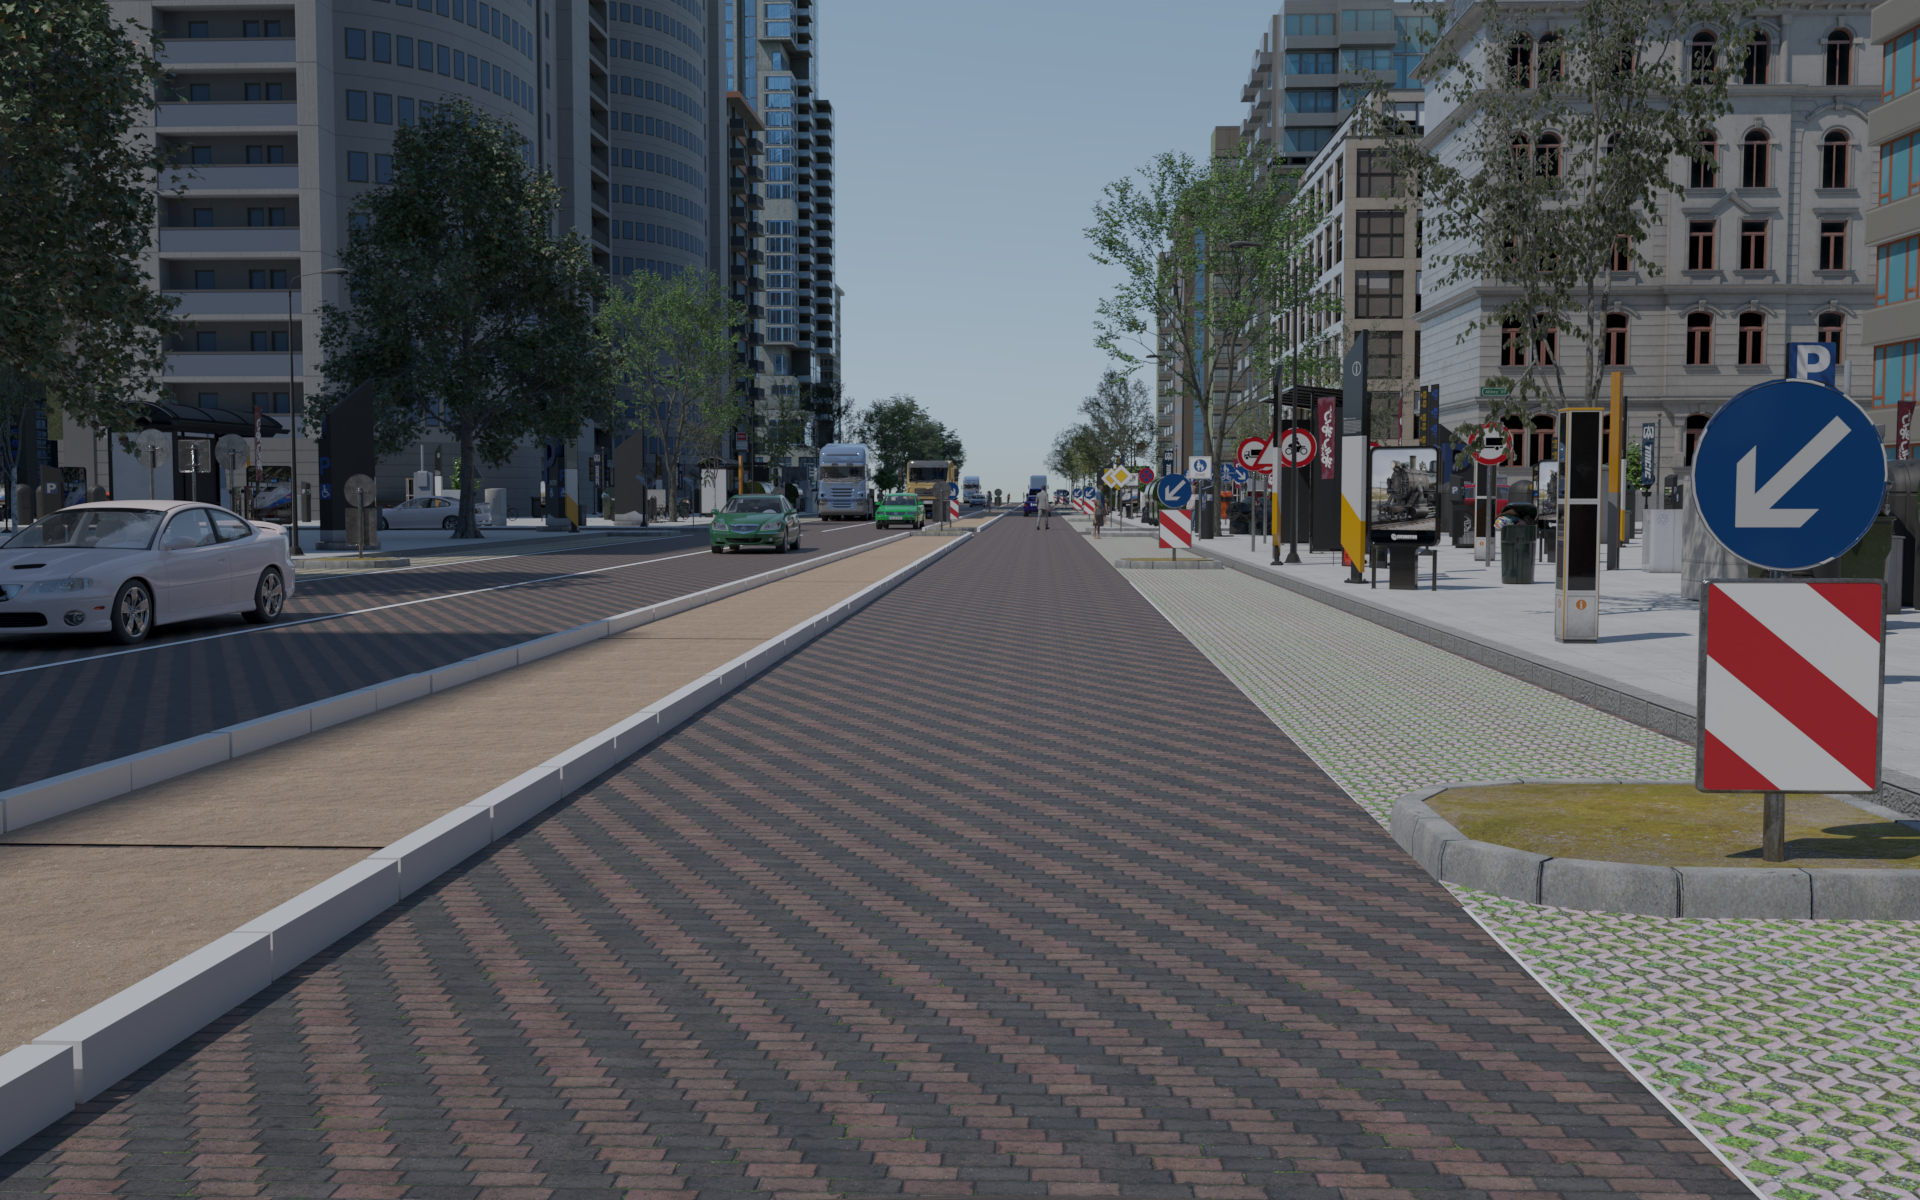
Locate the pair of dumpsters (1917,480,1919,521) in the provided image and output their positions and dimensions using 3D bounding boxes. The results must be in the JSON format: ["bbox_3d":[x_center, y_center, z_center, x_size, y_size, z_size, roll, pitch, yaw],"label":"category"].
[{"bbox_3d":[7.852,-0.506,10.770,1.574,2.255,4.437,0,4,3],"label":"pair of dumpsters"}]

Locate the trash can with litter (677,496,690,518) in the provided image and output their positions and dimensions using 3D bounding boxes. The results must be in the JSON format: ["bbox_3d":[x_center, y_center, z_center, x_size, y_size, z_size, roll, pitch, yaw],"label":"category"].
[{"bbox_3d":[-15.006,-4.987,92.929,1.055,1.170,0.624,0,4,0],"label":"trash can with litter"}]

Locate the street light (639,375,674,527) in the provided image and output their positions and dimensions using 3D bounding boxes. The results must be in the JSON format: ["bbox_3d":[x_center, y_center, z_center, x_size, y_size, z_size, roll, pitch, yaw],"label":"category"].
[{"bbox_3d":[-11.827,-5.812,67.566,1.470,5.913,1.316,0,4,3],"label":"street light"}]

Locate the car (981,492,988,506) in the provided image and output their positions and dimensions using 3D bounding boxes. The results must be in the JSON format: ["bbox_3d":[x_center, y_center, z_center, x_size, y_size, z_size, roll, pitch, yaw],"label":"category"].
[{"bbox_3d":[2.486,-11.762,202.532,2.015,1.641,3.980,0,4,2],"label":"car"}]

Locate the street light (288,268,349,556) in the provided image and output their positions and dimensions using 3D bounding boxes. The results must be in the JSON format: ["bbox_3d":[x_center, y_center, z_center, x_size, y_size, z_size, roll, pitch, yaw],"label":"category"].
[{"bbox_3d":[-13.276,-3.871,35.828,1.470,5.913,1.316,0,4,3],"label":"street light"}]

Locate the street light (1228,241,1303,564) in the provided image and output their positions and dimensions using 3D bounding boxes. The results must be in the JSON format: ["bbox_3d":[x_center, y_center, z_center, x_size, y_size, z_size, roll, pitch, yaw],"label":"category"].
[{"bbox_3d":[5.630,-3.634,31.952,1.470,5.913,1.316,0,4,3],"label":"street light"}]

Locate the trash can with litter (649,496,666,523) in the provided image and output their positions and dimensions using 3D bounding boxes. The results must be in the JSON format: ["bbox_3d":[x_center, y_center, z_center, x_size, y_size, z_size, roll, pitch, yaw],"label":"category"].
[{"bbox_3d":[-13.713,-3.965,75.887,1.678,1.210,2.233,1,4,17],"label":"trash can with litter"}]

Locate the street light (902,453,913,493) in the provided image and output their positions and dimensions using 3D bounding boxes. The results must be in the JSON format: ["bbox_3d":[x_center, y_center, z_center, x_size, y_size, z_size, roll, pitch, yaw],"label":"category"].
[{"bbox_3d":[-5.954,-13.642,195.581,1.470,5.913,1.316,0,4,3],"label":"street light"}]

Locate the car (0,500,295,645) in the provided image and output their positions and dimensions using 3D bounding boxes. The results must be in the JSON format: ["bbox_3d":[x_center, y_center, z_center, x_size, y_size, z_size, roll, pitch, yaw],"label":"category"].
[{"bbox_3d":[-8.658,-0.344,17.989,2.083,1.381,4.827,0,4,4],"label":"car"}]

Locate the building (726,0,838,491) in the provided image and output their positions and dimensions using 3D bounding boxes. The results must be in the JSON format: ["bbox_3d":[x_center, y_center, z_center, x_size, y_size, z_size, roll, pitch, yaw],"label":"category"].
[{"bbox_3d":[-29.059,-57.704,256.124,22.319,86.520,31.000,0,4,3],"label":"building"}]

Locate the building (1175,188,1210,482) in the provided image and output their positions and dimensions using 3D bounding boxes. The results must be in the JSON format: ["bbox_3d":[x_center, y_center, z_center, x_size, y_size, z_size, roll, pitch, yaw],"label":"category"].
[{"bbox_3d":[38.253,-36.518,247.172,14.600,45.320,14.200,0,4,3],"label":"building"}]

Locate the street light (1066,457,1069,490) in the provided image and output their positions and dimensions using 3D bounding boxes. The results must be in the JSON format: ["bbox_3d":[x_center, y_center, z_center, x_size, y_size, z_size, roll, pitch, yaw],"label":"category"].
[{"bbox_3d":[14.114,-14.993,217.668,1.470,5.913,1.316,0,4,3],"label":"street light"}]

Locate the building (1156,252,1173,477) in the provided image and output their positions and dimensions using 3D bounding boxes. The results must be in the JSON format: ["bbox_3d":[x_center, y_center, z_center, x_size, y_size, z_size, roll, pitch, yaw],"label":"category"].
[{"bbox_3d":[40.099,-37.246,292.565,14.154,41.232,14.086,0,4,3],"label":"building"}]

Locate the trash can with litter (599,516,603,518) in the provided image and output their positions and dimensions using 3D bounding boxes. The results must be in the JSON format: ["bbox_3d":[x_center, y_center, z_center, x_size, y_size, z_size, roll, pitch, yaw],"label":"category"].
[{"bbox_3d":[-19.039,-5.075,94.041,1.678,1.210,2.233,-1,4,-11],"label":"trash can with litter"}]

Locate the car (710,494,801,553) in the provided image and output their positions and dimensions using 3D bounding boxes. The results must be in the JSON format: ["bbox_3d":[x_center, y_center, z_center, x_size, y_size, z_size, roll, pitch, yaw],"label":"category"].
[{"bbox_3d":[-5.069,-1.927,43.300,2.131,1.459,4.920,0,4,1],"label":"car"}]

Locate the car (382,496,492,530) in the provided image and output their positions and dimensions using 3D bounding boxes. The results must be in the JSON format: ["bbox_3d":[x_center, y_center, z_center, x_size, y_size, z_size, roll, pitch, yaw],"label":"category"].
[{"bbox_3d":[-20.020,-3.214,64.904,4.827,1.381,2.083,0,4,4],"label":"car"}]

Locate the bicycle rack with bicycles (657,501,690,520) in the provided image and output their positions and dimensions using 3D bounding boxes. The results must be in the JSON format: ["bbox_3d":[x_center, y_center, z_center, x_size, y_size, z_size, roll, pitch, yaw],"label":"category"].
[{"bbox_3d":[-14.731,-4.435,85.902,2.925,0.926,2.852,-3,4,-38],"label":"bicycle rack with bicycles"}]

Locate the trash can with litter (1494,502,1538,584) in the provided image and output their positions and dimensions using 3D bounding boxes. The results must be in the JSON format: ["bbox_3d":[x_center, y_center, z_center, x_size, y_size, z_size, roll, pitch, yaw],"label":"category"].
[{"bbox_3d":[7.969,-0.829,24.946,0.624,1.170,1.055,1,4,12],"label":"trash can with litter"}]

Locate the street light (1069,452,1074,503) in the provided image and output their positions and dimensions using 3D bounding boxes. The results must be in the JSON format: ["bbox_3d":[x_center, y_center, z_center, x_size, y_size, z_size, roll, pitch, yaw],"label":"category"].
[{"bbox_3d":[13.030,-13.372,191.177,1.470,5.913,1.316,0,4,3],"label":"street light"}]

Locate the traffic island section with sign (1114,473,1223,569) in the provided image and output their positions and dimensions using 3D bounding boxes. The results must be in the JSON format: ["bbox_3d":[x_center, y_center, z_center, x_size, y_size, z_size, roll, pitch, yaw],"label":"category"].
[{"bbox_3d":[4.010,-1.531,33.664,1.989,1.847,2.006,0,4,3],"label":"traffic island section with sign"}]

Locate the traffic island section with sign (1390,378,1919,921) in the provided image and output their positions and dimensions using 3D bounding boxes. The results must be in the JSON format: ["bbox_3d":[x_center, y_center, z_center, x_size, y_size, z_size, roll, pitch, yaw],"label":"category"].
[{"bbox_3d":[2.777,0.116,6.737,1.989,1.847,2.006,0,4,3],"label":"traffic island section with sign"}]

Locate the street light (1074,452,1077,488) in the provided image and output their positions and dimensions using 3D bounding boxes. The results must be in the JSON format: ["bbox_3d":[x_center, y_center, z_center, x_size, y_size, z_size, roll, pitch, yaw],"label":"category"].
[{"bbox_3d":[11.844,-11.795,165.389,1.470,5.913,1.316,0,4,3],"label":"street light"}]

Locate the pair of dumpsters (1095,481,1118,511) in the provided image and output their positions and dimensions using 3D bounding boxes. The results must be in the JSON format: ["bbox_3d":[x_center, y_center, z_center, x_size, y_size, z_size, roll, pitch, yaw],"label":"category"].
[{"bbox_3d":[11.066,-7.842,130.706,1.574,2.255,4.437,0,4,3],"label":"pair of dumpsters"}]

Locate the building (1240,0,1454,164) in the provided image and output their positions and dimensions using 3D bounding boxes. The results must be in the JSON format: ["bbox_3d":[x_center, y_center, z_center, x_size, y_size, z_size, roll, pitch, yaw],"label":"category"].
[{"bbox_3d":[39.791,-33.800,172.242,23.786,49.044,30.456,0,4,3],"label":"building"}]

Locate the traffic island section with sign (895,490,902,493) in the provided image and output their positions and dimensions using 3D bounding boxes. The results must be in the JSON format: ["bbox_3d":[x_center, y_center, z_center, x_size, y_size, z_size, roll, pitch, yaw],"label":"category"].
[{"bbox_3d":[-5.863,-9.666,166.674,1.989,1.847,2.006,0,4,3],"label":"traffic island section with sign"}]

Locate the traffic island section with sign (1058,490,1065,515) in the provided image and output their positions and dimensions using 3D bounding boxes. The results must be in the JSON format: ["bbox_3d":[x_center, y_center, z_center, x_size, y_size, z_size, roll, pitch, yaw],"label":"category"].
[{"bbox_3d":[7.770,-6.594,116.435,1.989,1.847,2.006,0,4,3],"label":"traffic island section with sign"}]

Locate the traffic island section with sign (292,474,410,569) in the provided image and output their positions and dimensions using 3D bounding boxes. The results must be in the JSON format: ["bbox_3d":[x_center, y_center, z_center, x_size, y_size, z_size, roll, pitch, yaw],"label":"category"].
[{"bbox_3d":[-11.924,-1.546,33.913,1.989,1.847,2.006,0,4,3],"label":"traffic island section with sign"}]

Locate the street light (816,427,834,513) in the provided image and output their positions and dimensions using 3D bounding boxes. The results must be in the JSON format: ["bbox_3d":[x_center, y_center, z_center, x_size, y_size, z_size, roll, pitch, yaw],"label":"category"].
[{"bbox_3d":[-9.404,-9.022,120.043,1.470,5.913,1.316,0,4,3],"label":"street light"}]

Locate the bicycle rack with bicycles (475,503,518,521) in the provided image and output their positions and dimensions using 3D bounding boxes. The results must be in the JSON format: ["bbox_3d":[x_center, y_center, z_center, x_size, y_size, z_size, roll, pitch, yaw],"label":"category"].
[{"bbox_3d":[-22.490,-4.216,82.314,2.925,0.926,2.852,-2,4,-25],"label":"bicycle rack with bicycles"}]

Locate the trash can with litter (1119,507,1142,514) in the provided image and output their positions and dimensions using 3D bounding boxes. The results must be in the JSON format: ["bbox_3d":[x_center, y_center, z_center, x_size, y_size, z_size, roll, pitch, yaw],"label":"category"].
[{"bbox_3d":[11.721,-6.291,113.909,2.233,1.210,1.678,3,5,40],"label":"trash can with litter"}]

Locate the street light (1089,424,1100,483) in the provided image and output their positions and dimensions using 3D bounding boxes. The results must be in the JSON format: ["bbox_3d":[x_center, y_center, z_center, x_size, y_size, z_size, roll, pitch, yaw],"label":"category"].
[{"bbox_3d":[9.454,-8.717,115.061,1.470,5.913,1.316,0,4,3],"label":"street light"}]

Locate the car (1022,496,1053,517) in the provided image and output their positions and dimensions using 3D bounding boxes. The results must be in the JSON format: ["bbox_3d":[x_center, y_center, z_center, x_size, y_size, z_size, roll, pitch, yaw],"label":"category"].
[{"bbox_3d":[4.928,-5.970,110.185,1.945,1.354,3.894,0,4,4],"label":"car"}]

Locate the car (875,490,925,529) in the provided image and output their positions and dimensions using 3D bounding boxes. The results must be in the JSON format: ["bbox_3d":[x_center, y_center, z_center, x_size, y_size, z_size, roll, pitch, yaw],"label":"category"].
[{"bbox_3d":[-2.443,-3.839,71.557,1.959,1.807,4.718,0,4,3],"label":"car"}]

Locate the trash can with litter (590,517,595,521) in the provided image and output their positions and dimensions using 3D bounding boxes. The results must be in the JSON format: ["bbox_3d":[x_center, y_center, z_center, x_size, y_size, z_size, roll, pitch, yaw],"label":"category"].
[{"bbox_3d":[-18.927,-4.424,83.388,2.233,1.210,1.678,3,5,42],"label":"trash can with litter"}]

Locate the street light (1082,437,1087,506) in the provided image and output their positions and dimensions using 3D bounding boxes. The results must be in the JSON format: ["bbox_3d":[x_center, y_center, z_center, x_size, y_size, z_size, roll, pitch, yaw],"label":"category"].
[{"bbox_3d":[10.624,-10.294,140.849,1.470,5.913,1.316,0,4,3],"label":"street light"}]

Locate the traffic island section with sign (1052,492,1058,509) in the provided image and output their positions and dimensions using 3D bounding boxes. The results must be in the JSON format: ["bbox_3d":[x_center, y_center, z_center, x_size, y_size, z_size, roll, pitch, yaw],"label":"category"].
[{"bbox_3d":[10.074,-9.661,166.583,1.989,1.847,2.006,0,4,3],"label":"traffic island section with sign"}]

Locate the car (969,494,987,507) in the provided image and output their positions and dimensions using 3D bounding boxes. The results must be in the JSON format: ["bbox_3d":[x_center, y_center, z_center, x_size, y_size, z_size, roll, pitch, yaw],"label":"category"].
[{"bbox_3d":[1.973,-10.808,188.705,2.014,1.417,4.499,0,4,3],"label":"car"}]

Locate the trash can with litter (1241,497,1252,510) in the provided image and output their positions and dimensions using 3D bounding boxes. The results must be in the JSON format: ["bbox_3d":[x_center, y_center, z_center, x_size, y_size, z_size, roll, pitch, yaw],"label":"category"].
[{"bbox_3d":[12.685,-4.005,76.870,0.624,1.170,1.055,3,5,39],"label":"trash can with litter"}]

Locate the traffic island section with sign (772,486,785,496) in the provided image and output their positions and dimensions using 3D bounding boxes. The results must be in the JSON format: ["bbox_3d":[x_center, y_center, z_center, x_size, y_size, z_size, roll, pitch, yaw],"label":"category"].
[{"bbox_3d":[-9.389,-4.942,89.436,1.989,1.847,2.006,0,4,3],"label":"traffic island section with sign"}]

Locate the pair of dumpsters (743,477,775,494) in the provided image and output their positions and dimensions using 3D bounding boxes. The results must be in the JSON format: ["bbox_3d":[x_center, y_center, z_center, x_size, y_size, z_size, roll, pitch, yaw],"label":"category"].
[{"bbox_3d":[-11.363,-5.809,97.468,1.574,2.255,4.437,0,4,3],"label":"pair of dumpsters"}]

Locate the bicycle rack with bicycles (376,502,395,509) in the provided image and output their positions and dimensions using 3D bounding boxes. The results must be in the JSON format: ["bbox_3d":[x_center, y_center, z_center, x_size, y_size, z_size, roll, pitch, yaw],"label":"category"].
[{"bbox_3d":[-27.634,-4.088,80.221,2.925,0.926,2.852,0,4,-1],"label":"bicycle rack with bicycles"}]

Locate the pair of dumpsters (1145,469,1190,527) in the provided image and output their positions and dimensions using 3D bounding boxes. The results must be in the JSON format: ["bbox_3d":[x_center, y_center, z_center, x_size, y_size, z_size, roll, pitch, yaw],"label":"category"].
[{"bbox_3d":[8.202,-4.025,68.308,1.574,2.255,4.437,0,4,3],"label":"pair of dumpsters"}]

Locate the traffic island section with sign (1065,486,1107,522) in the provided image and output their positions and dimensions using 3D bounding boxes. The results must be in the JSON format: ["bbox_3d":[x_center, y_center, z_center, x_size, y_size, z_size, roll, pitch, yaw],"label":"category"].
[{"bbox_3d":[6.563,-4.947,89.507,1.989,1.847,2.006,0,4,3],"label":"traffic island section with sign"}]

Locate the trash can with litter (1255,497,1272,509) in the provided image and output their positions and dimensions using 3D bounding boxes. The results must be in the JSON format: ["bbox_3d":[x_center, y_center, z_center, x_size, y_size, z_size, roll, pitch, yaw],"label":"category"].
[{"bbox_3d":[11.860,-3.371,66.499,0.624,1.170,1.055,-1,4,-21],"label":"trash can with litter"}]

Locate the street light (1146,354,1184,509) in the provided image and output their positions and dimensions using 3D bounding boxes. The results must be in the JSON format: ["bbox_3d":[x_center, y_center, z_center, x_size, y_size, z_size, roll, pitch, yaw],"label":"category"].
[{"bbox_3d":[6.880,-5.211,57.737,1.470,5.913,1.316,0,4,3],"label":"street light"}]

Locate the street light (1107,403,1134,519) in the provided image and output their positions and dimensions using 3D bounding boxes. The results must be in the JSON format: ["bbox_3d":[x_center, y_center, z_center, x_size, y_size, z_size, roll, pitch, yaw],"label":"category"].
[{"bbox_3d":[8.235,-7.104,88.691,1.470,5.913,1.316,0,4,3],"label":"street light"}]

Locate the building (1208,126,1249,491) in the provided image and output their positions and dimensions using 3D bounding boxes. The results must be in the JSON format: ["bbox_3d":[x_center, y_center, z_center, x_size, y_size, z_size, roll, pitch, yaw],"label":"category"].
[{"bbox_3d":[34.975,-31.290,195.179,14.154,41.232,14.086,0,4,3],"label":"building"}]

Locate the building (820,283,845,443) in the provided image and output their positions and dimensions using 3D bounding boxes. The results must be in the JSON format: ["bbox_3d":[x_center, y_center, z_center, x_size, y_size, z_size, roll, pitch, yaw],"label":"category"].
[{"bbox_3d":[-32.537,-36.311,285.562,32.217,40.220,23.993,0,4,3],"label":"building"}]

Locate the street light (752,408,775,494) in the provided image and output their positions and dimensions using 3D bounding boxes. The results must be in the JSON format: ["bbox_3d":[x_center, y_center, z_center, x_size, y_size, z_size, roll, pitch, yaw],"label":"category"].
[{"bbox_3d":[-10.634,-7.389,93.354,1.470,5.913,1.316,0,4,3],"label":"street light"}]

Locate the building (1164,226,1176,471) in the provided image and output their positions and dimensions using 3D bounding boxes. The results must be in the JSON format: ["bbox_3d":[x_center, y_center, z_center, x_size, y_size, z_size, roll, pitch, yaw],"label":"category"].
[{"bbox_3d":[43.631,-39.743,269.413,23.786,49.044,30.456,0,4,3],"label":"building"}]

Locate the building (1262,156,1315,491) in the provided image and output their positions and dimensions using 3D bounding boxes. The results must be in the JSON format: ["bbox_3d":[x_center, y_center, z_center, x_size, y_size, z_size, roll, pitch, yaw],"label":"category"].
[{"bbox_3d":[33.228,-23.179,150.680,14.160,30.474,14.107,0,4,3],"label":"building"}]

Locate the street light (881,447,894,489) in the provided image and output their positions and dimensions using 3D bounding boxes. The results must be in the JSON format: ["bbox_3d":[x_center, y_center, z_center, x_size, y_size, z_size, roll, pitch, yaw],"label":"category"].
[{"bbox_3d":[-7.145,-12.058,169.692,1.470,5.913,1.316,0,4,3],"label":"street light"}]

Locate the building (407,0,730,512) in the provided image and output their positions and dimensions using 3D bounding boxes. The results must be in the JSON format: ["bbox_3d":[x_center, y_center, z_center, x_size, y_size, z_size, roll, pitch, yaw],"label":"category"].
[{"bbox_3d":[-33.973,-37.597,156.706,21.231,58.520,28.212,0,4,3],"label":"building"}]

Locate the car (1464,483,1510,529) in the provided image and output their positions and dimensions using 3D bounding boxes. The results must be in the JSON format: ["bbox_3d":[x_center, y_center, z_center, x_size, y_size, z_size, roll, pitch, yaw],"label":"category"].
[{"bbox_3d":[19.251,-3.251,61.832,5.304,1.827,2.281,0,4,3],"label":"car"}]
